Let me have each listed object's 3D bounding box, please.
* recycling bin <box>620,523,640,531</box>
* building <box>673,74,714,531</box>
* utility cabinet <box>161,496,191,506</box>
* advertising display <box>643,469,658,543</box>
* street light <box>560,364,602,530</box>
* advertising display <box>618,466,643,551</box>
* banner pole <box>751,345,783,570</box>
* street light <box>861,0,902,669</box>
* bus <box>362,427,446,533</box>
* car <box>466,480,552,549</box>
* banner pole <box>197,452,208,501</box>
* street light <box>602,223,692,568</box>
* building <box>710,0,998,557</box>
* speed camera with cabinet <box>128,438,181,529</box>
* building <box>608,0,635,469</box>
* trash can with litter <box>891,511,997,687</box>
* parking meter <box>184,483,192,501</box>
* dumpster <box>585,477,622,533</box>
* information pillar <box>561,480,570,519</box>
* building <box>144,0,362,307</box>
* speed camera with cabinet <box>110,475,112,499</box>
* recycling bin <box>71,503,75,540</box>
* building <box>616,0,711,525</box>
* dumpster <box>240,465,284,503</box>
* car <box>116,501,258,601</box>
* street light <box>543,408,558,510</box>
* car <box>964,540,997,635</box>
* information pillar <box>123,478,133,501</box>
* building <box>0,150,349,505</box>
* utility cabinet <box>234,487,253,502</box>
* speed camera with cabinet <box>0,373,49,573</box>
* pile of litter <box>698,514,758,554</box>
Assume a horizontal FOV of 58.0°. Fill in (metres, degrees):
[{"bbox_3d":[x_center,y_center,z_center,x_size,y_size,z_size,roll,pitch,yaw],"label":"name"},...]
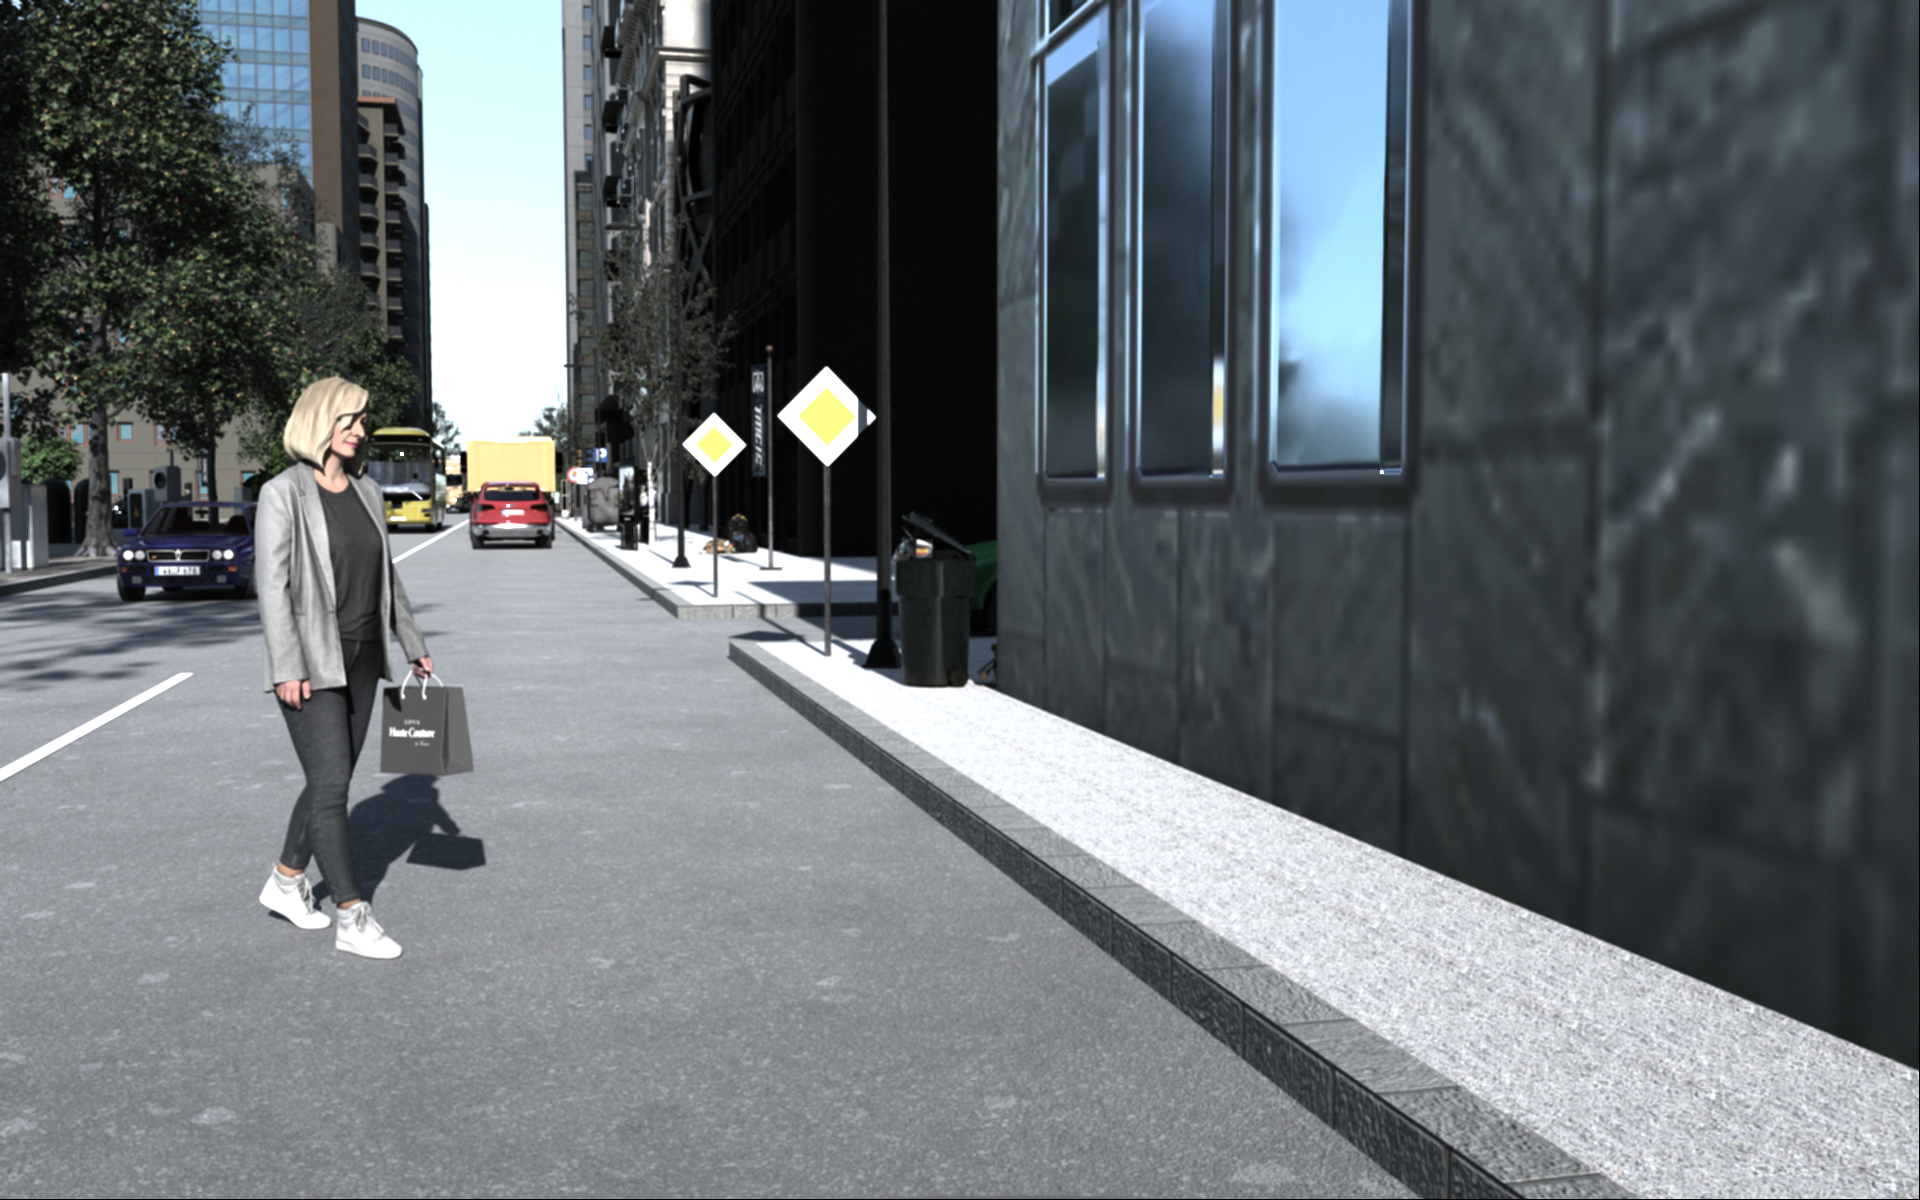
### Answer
[{"bbox_3d":[-11.293,-2.897,59.919,0.722,1.027,0.722,3,4,38],"label":"recycling bin"},{"bbox_3d":[-2.358,-12.110,65.456,16.820,18.784,16.811,-1,4,-14],"label":"building"},{"bbox_3d":[-28.496,-3.167,62.934,1.020,1.237,0.306,-3,5,-42],"label":"utility cabinet"},{"bbox_3d":[-8.255,-2.459,45.424,0.123,1.923,0.974,2,4,24],"label":"advertising display"},{"bbox_3d":[-13.481,-5.476,62.075,1.470,5.913,1.316,-1,4,-14],"label":"street light"},{"bbox_3d":[-7.552,-2.097,39.505,0.123,1.923,0.974,-2,4,-33],"label":"advertising display"},{"bbox_3d":[-3.342,-2.411,29.438,0.401,3.779,0.863,-3,4,-36],"label":"banner pole"},{"bbox_3d":[-1.089,-2.449,12.586,1.470,5.913,1.316,-1,4,-14],"label":"street light"},{"bbox_3d":[-21.483,-4.629,67.226,2.896,3.916,12.252,-1,4,-14],"label":"bus"},{"bbox_3d":[-12.135,-2.327,46.714,2.281,1.827,5.304,-1,4,-16],"label":"car"},{"bbox_3d":[-31.423,-5.004,71.840,0.401,3.779,0.863,1,4,18],"label":"banner pole"},{"bbox_3d":[-5.393,-3.511,29.945,1.470,5.913,1.316,-1,4,-14],"label":"street light"},{"bbox_3d":[0.774,-13.080,43.536,12.332,23.373,15.834,-1,4,-14],"label":"building"},{"bbox_3d":[-26.633,-3.846,57.218,2.038,3.252,0.660,2,4,30],"label":"speed camera with cabinet"},{"bbox_3d":[-10.571,-30.142,112.425,23.786,49.044,30.456,-1,4,-14],"label":"building"},{"bbox_3d":[0.068,-0.019,11.694,1.055,1.170,0.624,0,4,-3],"label":"trash can with litter"},{"bbox_3d":[-39.138,-5.025,87.867,0.255,1.863,0.399,0,4,-4],"label":"parking meter"},{"bbox_3d":[-11.880,-3.198,58.050,1.264,1.857,1.865,-1,4,-14],"label":"dumpster"},{"bbox_3d":[-20.206,-5.152,88.731,0.304,2.012,0.304,1,4,11],"label":"information pillar"},{"bbox_3d":[-50.939,-28.996,124.201,14.600,45.320,14.200,-1,4,-14],"label":"building"},{"bbox_3d":[-38.062,-5.002,76.115,0.660,3.252,2.038,0,4,0],"label":"speed camera with cabinet"},{"bbox_3d":[-25.820,-2.357,51.083,0.722,1.027,0.722,3,5,41],"label":"recycling bin"},{"bbox_3d":[-9.004,-18.157,84.256,14.401,28.519,23.554,-1,4,-14],"label":"building"},{"bbox_3d":[-23.231,-3.401,58.092,1.502,2.255,1.985,-1,4,-14],"label":"dumpster"},{"bbox_3d":[-10.689,-0.733,24.571,1.945,1.354,3.894,-1,4,-13],"label":"car"},{"bbox_3d":[-21.719,-7.437,94.131,1.470,5.913,1.316,-1,4,-14],"label":"street light"},{"bbox_3d":[1.690,-0.551,17.807,4.718,1.807,1.959,-1,4,-16],"label":"car"},{"bbox_3d":[-38.320,-4.605,79.789,0.304,2.012,0.304,0,4,7],"label":"information pillar"},{"bbox_3d":[-51.841,-15.723,102.113,27.650,21.520,28.899,-1,4,-14],"label":"building"},{"bbox_3d":[-21.572,-2.661,52.187,0.318,1.500,1.173,-2,4,-34],"label":"utility cabinet"},{"bbox_3d":[-15.926,-2.122,29.030,0.660,3.252,2.038,-1,4,-12],"label":"speed camera with cabinet"},{"bbox_3d":[-5.072,-1.448,37.640,1.176,0.858,1.719,3,4,39],"label":"pile of litter"}]
